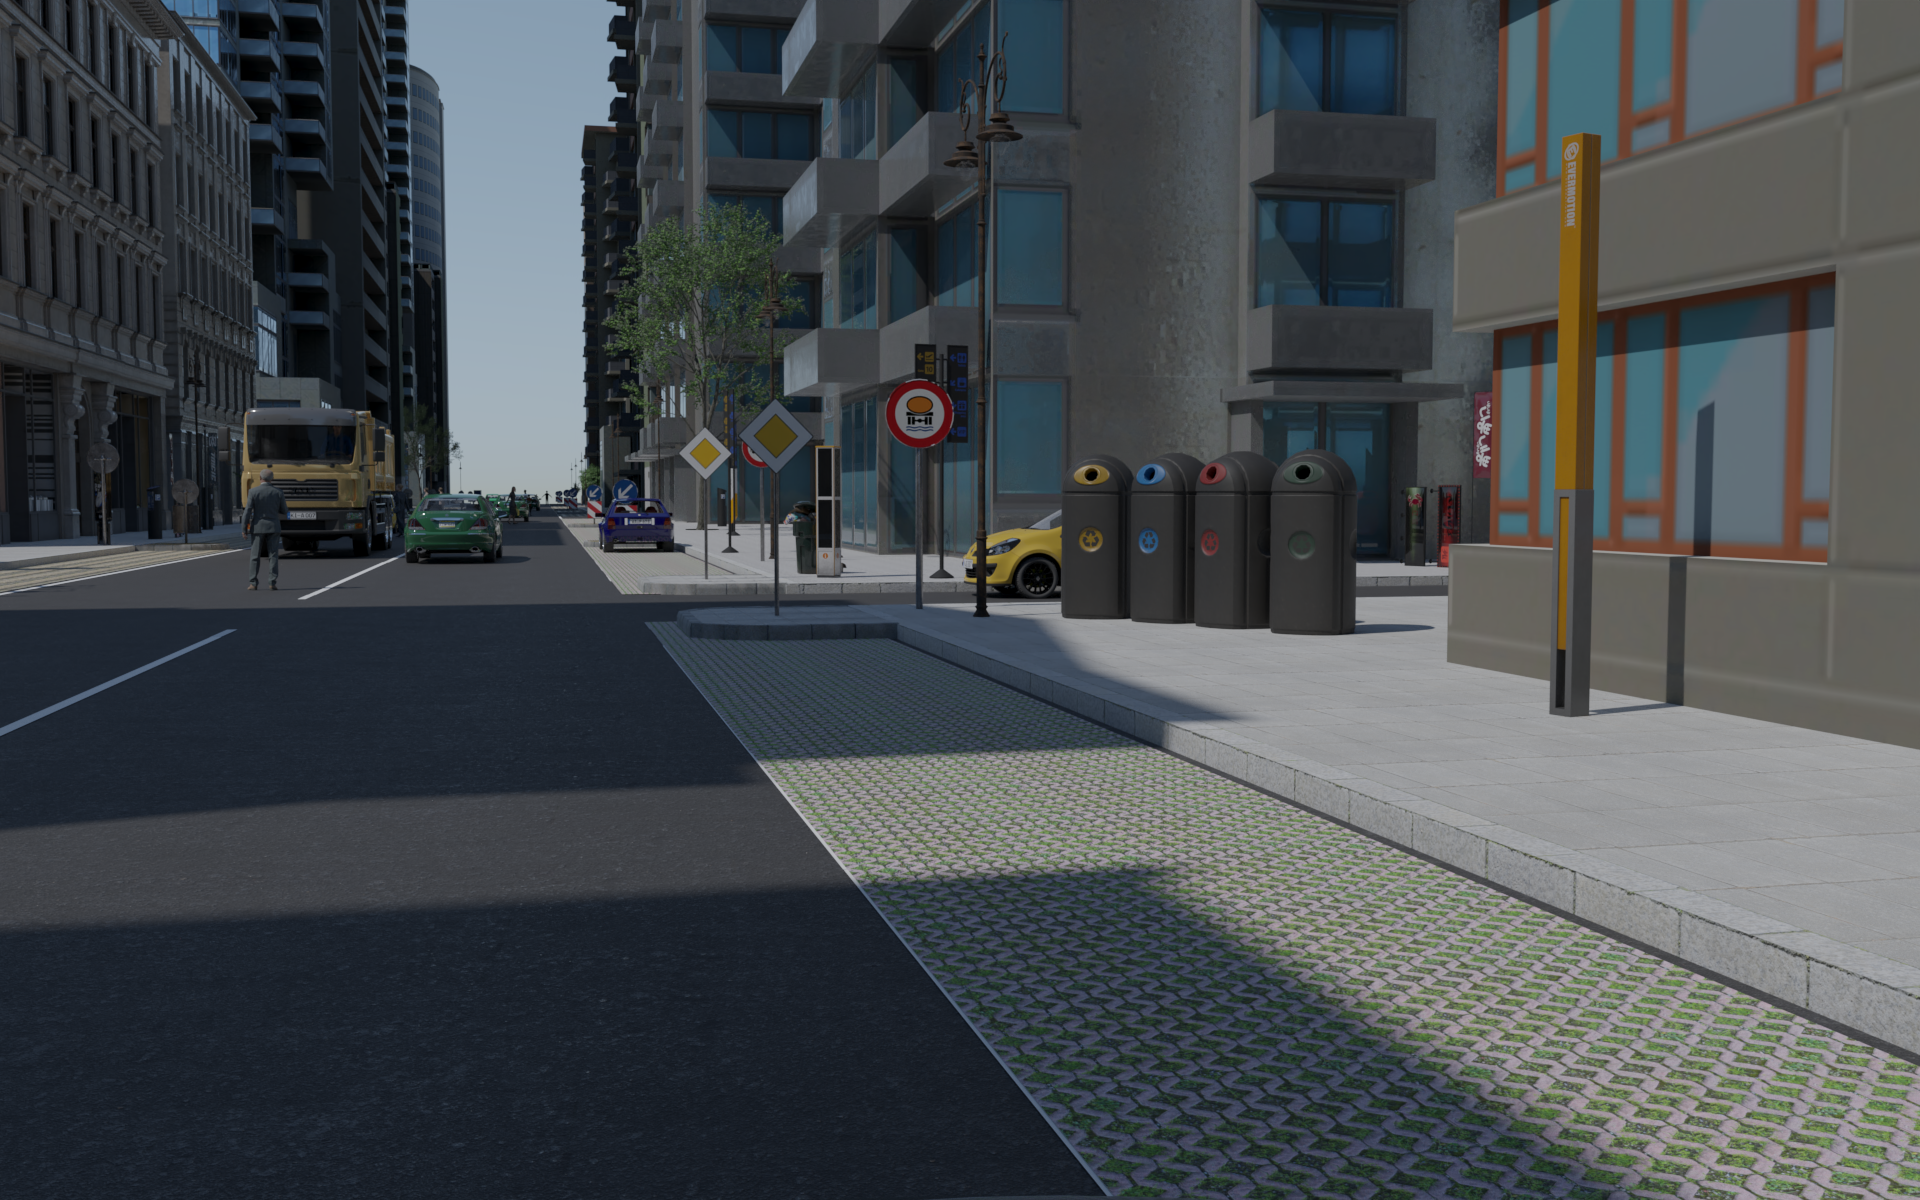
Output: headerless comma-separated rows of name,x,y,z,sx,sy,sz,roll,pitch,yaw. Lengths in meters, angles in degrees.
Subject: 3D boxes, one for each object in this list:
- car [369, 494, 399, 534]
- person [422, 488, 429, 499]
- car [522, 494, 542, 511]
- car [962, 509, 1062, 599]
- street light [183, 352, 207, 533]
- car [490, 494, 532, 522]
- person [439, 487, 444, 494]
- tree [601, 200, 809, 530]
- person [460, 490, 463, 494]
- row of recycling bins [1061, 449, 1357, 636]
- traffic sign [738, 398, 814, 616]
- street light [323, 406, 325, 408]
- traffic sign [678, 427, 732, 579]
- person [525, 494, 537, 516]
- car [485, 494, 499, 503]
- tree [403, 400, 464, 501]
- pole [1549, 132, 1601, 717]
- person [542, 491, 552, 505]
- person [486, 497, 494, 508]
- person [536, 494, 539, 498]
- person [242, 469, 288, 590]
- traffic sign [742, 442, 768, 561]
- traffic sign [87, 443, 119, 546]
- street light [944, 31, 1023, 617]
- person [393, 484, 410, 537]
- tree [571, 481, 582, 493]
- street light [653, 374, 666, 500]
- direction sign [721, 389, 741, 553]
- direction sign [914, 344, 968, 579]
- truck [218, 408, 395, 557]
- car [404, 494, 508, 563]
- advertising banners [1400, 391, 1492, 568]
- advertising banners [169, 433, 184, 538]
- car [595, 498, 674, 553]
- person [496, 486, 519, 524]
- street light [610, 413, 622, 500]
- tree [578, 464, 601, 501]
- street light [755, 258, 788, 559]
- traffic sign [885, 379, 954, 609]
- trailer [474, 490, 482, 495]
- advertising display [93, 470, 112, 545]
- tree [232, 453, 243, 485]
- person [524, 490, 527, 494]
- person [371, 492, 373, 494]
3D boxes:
car,-21.543,-3.276,63.793,2.015,1.641,3.980,-1,4,-14
person,-29.488,-5.304,95.553,0.374,1.781,0.599,-2,4,-27
car,-37.133,-8.398,149.100,2.131,1.459,4.920,-1,4,-12
car,2.018,-0.883,24.667,3.980,1.641,2.015,-1,4,-14
street light,-24.834,-5.112,56.371,0.468,5.910,1.993,-1,4,-14
car,-23.384,-4.792,90.147,2.131,1.459,4.920,-1,4,-14
person,-27.638,-5.100,92.224,0.374,1.781,0.599,0,4,6
tree,-9.034,-8.281,61.157,9.928,11.665,9.643,0,3,0
person,-40.129,-7.988,139.840,0.721,1.736,1.217,-1,4,-20
row of recycling bins,2.385,-0.610,17.084,1.069,1.692,3.534,-3,5,-42
traffic sign,-1.934,-0.890,18.201,0.795,2.450,0.064,-1,4,-14
street light,-32.799,-7.138,89.495,0.468,5.910,1.993,-1,4,-14
traffic sign,-3.813,-1.365,25.963,0.795,2.450,0.064,-1,4,-14
person,-28.484,-6.281,114.454,1.065,1.426,0.557,-1,4,-22
car,-50.400,-10.883,186.732,1.959,1.807,4.718,-1,4,-12
tree,-53.036,-14.428,170.311,8.767,10.594,7.601,-1,4,-13
pole,3.534,-0.985,9.948,0.158,3.312,0.155,0,3,0
person,-52.364,-12.930,219.529,1.348,1.869,0.705,-1,4,-23
person,-20.962,-3.934,77.106,0.425,1.301,0.394,0,4,-1
person,-57.069,-13.559,233.450,1.065,1.426,0.557,2,4,27
person,-10.397,-1.053,25.887,0.661,1.801,0.590,-2,4,-32
traffic sign,-3.767,-2.011,32.986,0.768,2.556,0.104,-1,4,-12
traffic sign,-21.252,-2.622,42.968,0.768,2.556,0.104,0,4,-6
street light,0.224,-2.761,17.937,0.468,5.910,1.993,-1,4,-14
person,-18.642,-2.993,57.864,0.534,1.772,0.576,0,4,-1
tree,-55.492,-15.612,249.855,1.663,3.219,1.824,0,3,0
street light,-11.625,-5.756,66.893,0.468,5.910,1.993,-1,4,-14
direction sign,-5.027,-2.798,37.751,0.379,3.537,0.876,-1,4,-21
direction sign,-0.279,-2.099,26.316,0.876,3.537,0.379,-2,4,-24
truck,-15.309,-2.797,41.651,3.469,3.379,9.791,-1,4,-14
car,-10.924,-1.573,37.515,2.131,1.459,4.920,-1,4,-12
advertising banners,8.489,-2.073,30.087,0.090,3.025,2.074,-2,4,-34
advertising banners,-23.091,-3.353,51.013,0.090,3.025,2.074,-1,4,-16
car,-8.162,-1.893,43.530,1.945,1.354,3.894,-1,4,-14
person,-21.536,-4.492,82.163,0.699,1.804,1.509,3,5,43
street light,-19.534,-7.723,99.051,0.468,5.910,1.993,-1,4,-14
tree,-39.091,-12.289,184.632,4.285,4.588,4.351,0,3,0
street light,-3.693,-3.747,34.050,0.468,5.910,1.993,-1,4,-14
traffic sign,-0.453,-1.171,19.256,0.768,2.556,0.104,-1,4,-8
trailer,-69.685,-14.867,250.125,1.471,1.999,3.904,-1,4,-12
advertising display,-21.692,-2.362,43.837,0.123,1.923,0.974,-3,5,-43
tree,-28.120,-4.570,69.321,1.663,3.219,1.824,0,3,0
person,-38.915,-8.956,154.900,0.705,1.831,1.348,-1,4,-12
person,-26.546,-4.227,77.735,0.709,1.813,0.853,0,4,6
